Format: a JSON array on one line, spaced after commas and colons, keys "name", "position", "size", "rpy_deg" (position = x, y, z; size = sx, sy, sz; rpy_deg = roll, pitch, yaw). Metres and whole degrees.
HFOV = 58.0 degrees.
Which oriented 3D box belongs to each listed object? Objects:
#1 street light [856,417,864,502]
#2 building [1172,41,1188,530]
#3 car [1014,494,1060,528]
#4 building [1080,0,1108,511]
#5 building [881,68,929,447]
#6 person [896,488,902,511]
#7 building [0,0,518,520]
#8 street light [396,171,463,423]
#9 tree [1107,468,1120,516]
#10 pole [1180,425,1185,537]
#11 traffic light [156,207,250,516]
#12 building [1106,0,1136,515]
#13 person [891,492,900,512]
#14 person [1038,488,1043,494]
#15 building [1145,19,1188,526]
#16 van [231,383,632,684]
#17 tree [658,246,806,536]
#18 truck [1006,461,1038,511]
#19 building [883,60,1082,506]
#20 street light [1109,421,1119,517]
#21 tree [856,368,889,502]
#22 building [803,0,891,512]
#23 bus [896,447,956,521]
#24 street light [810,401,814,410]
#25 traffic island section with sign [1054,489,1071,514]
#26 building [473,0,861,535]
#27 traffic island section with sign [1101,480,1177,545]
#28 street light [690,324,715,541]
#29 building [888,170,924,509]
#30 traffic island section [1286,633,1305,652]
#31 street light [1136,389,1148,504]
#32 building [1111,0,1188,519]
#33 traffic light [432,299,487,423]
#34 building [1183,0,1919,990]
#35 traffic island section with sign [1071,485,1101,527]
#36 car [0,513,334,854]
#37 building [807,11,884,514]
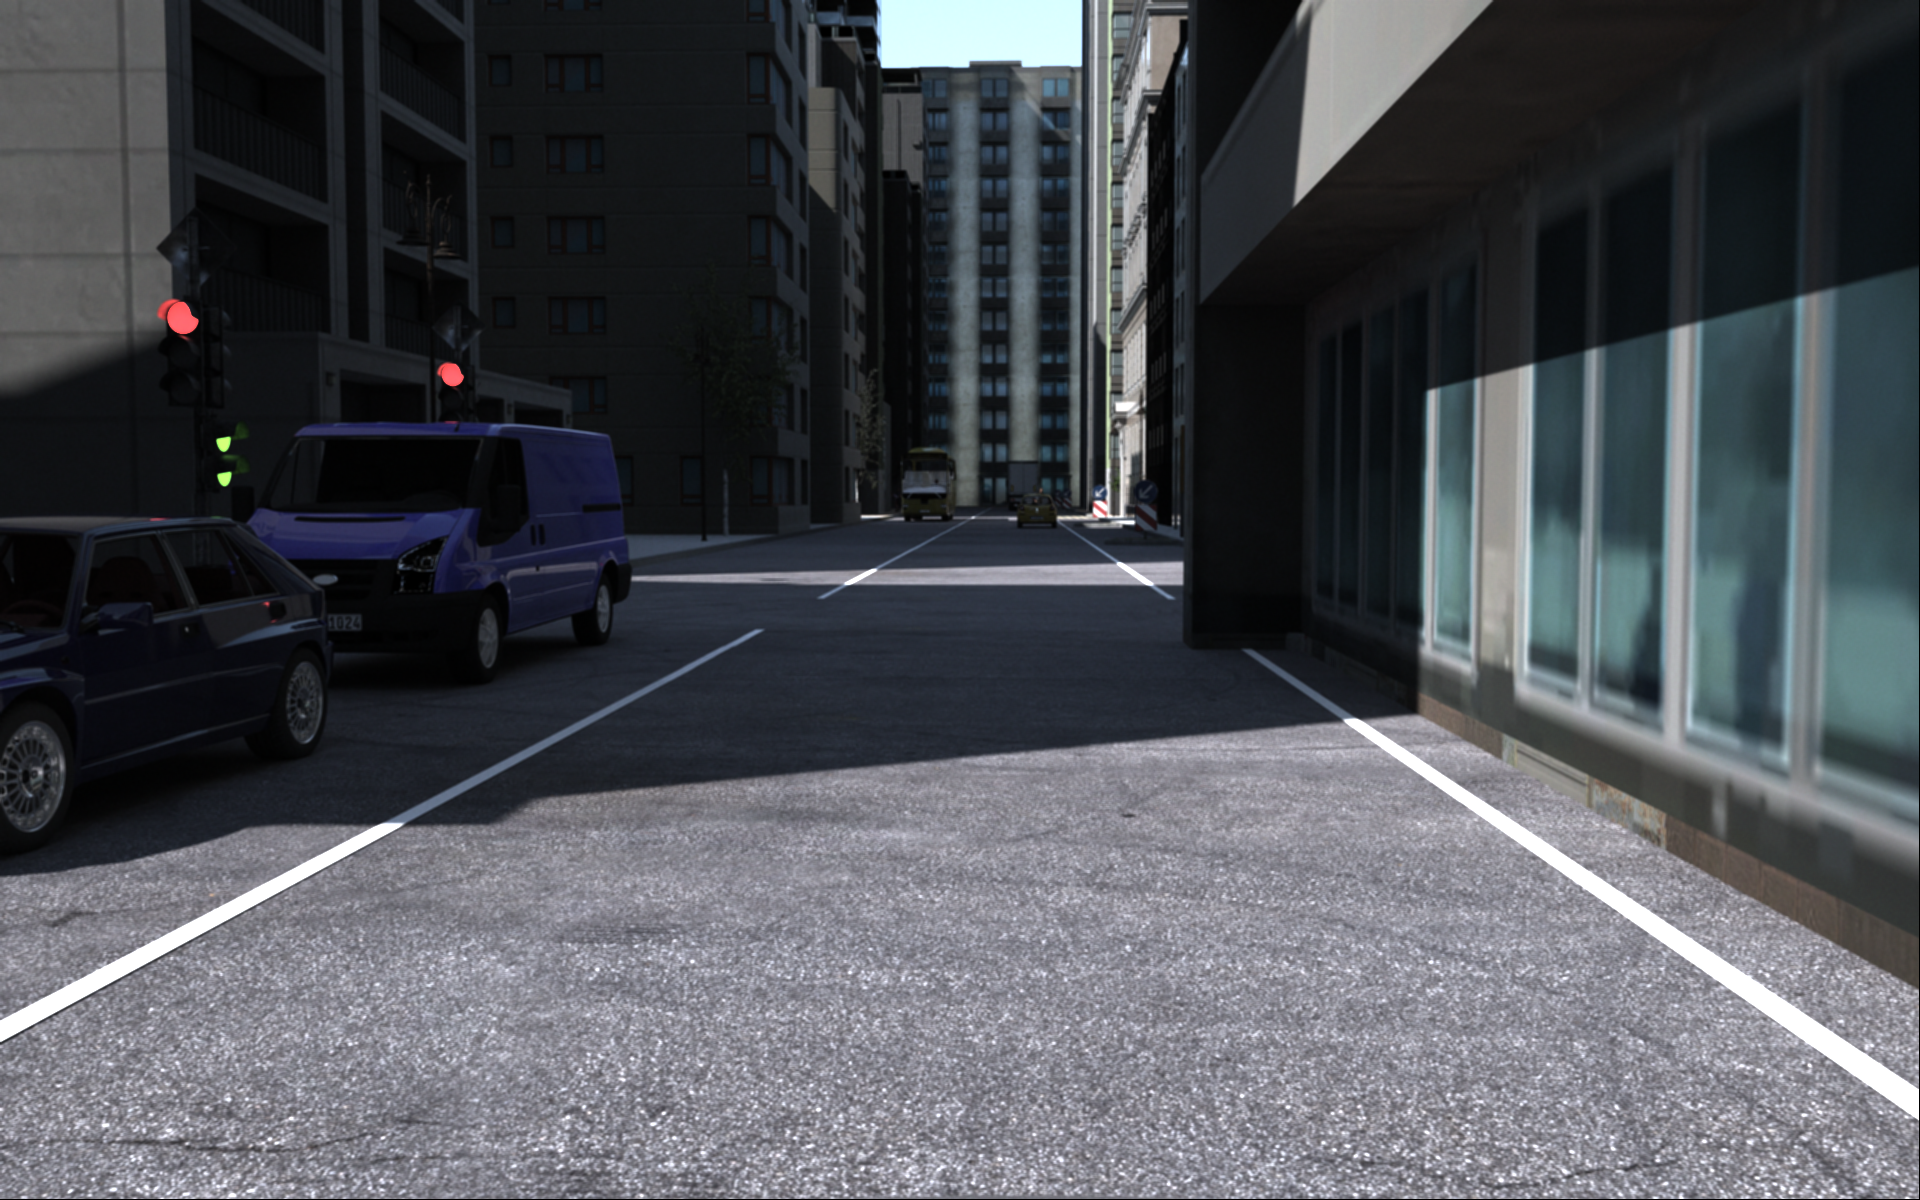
[{"name": "street light", "position": [-5.354, -7.268, 91.615], "size": [0.468, 5.910, 1.993], "rpy_deg": [0, 4, 2]}, {"name": "building", "position": [12.719, -12.222, 54.580], "size": [10.420, 20.320, 16.860], "rpy_deg": [0, 4, 2]}, {"name": "car", "position": [3.317, -3.929, 74.460], "size": [2.015, 1.641, 3.980], "rpy_deg": [0, 4, 3]}, {"name": "building", "position": [21.700, -37.808, 160.159], "size": [21.231, 58.520, 28.212], "rpy_deg": [0, 4, 2]}, {"name": "building", "position": [-10.132, -29.711, 169.371], "size": [14.086, 41.232, 14.154], "rpy_deg": [0, 4, 2]}, {"name": "person", "position": [-4.483, -7.535, 129.687], "size": [0.683, 1.767, 0.568], "rpy_deg": [0, 4, 4]}, {"name": "building", "position": [-19.495, -36.480, 34.696], "size": [20.563, 71.187, 20.611], "rpy_deg": [0, 4, 2]}, {"name": "street light", "position": [-7.687, -3.209, 25.250], "size": [0.468, 5.910, 1.993], "rpy_deg": [0, 4, 2]}, {"name": "tree", "position": [9.714, -6.545, 101.615], "size": [1.663, 3.219, 1.824], "rpy_deg": [0, 3, 0]}, {"name": "pole", "position": [6.633, -3.511, 51.250], "size": [0.158, 3.312, 0.155], "rpy_deg": [0, 3, 0]}, {"name": "traffic light", "position": [-7.466, -1.718, 17.009], "size": [0.839, 4.253, 0.868], "rpy_deg": [0, 4, 2]}, {"name": "building", "position": [16.408, -26.153, 111.194], "size": [14.154, 41.232, 14.086], "rpy_deg": [0, 4, 2]}, {"name": "person", "position": [-4.604, -6.958, 123.045], "size": [0.697, 1.427, 0.421], "rpy_deg": [-2, 4, -27]}, {"name": "person", "position": [5.131, -6.147, 109.141], "size": [0.705, 1.807, 1.348], "rpy_deg": [3, 5, 42]}, {"name": "building", "position": [14.441, -14.774, 71.240], "size": [12.332, 23.373, 15.834], "rpy_deg": [0, 4, 2]}, {"name": "van", "position": [-4.388, -0.642, 14.875], "size": [2.240, 2.365, 5.245], "rpy_deg": [0, 4, 3]}, {"name": "tree", "position": [-6.859, -6.236, 52.313], "size": [4.737, 8.622, 4.395], "rpy_deg": [0, 3, 0]}, {"name": "truck", "position": [5.438, -9.915, 151.031], "size": [2.839, 4.237, 11.283], "rpy_deg": [0, 4, 1]}, {"name": "building", "position": [3.899, -35.140, 194.142], "size": [30.456, 49.044, 23.786], "rpy_deg": [0, 4, 2]}, {"name": "street light", "position": [8.793, -7.715, 98.925], "size": [0.468, 5.910, 1.993], "rpy_deg": [0, 4, 2]}, {"name": "tree", "position": [-5.732, -8.883, 95.597], "size": [4.360, 8.622, 3.978], "rpy_deg": [0, 3, 0]}, {"name": "building", "position": [-16.036, -49.963, 129.571], "size": [22.319, 86.520, 31.000], "rpy_deg": [0, 4, 2]}, {"name": "bus", "position": [-1.656, -6.292, 94.428], "size": [2.896, 3.916, 12.252], "rpy_deg": [0, 4, 2]}, {"name": "street light", "position": [-6.149, -5.916, 69.520], "size": [0.468, 5.910, 1.993], "rpy_deg": [0, 4, 2]}, {"name": "traffic island section with sign", "position": [7.698, -7.220, 126.682], "size": [1.989, 1.847, 2.006], "rpy_deg": [0, 4, 2]}, {"name": "building", "position": [-19.069, -13.692, 68.909], "size": [27.650, 21.520, 28.899], "rpy_deg": [0, 4, 2]}, {"name": "traffic island section with sign", "position": [5.125, -2.489, 49.324], "size": [1.989, 1.847, 2.006], "rpy_deg": [0, 4, 2]}, {"name": "street light", "position": [-7.001, -4.553, 47.223], "size": [0.468, 5.910, 1.993], "rpy_deg": [0, 4, 2]}, {"name": "building", "position": [-10.636, -23.391, 154.140], "size": [14.160, 30.474, 14.107], "rpy_deg": [0, 4, 2]}, {"name": "traffic island section", "position": [4.029, 0.338, 16.758], "size": [2.009, 0.180, 2.903], "rpy_deg": [0, 4, 2]}, {"name": "street light", "position": [7.942, -6.315, 76.037], "size": [0.468, 5.910, 1.993], "rpy_deg": [0, 4, 2]}, {"name": "building", "position": [15.138, -18.538, 89.006], "size": [13.634, 28.700, 20.117], "rpy_deg": [0, 4, 2]}, {"name": "traffic light", "position": [-7.200, -2.206, 24.990], "size": [0.839, 4.253, 0.868], "rpy_deg": [0, 4, 2]}, {"name": "building", "position": [12.461, -23.291, 4.509], "size": [21.300, 48.544, 21.600], "rpy_deg": [0, 4, 2]}, {"name": "traffic island section with sign", "position": [6.011, -4.138, 76.278], "size": [1.989, 1.847, 2.006], "rpy_deg": [0, 4, 2]}, {"name": "car", "position": [-4.483, 0.270, 8.161], "size": [1.945, 1.354, 3.894], "rpy_deg": [0, 4, 4]}, {"name": "building", "position": [-12.287, -20.566, 107.954], "size": [14.160, 30.474, 14.107], "rpy_deg": [0, 4, 2]}]
